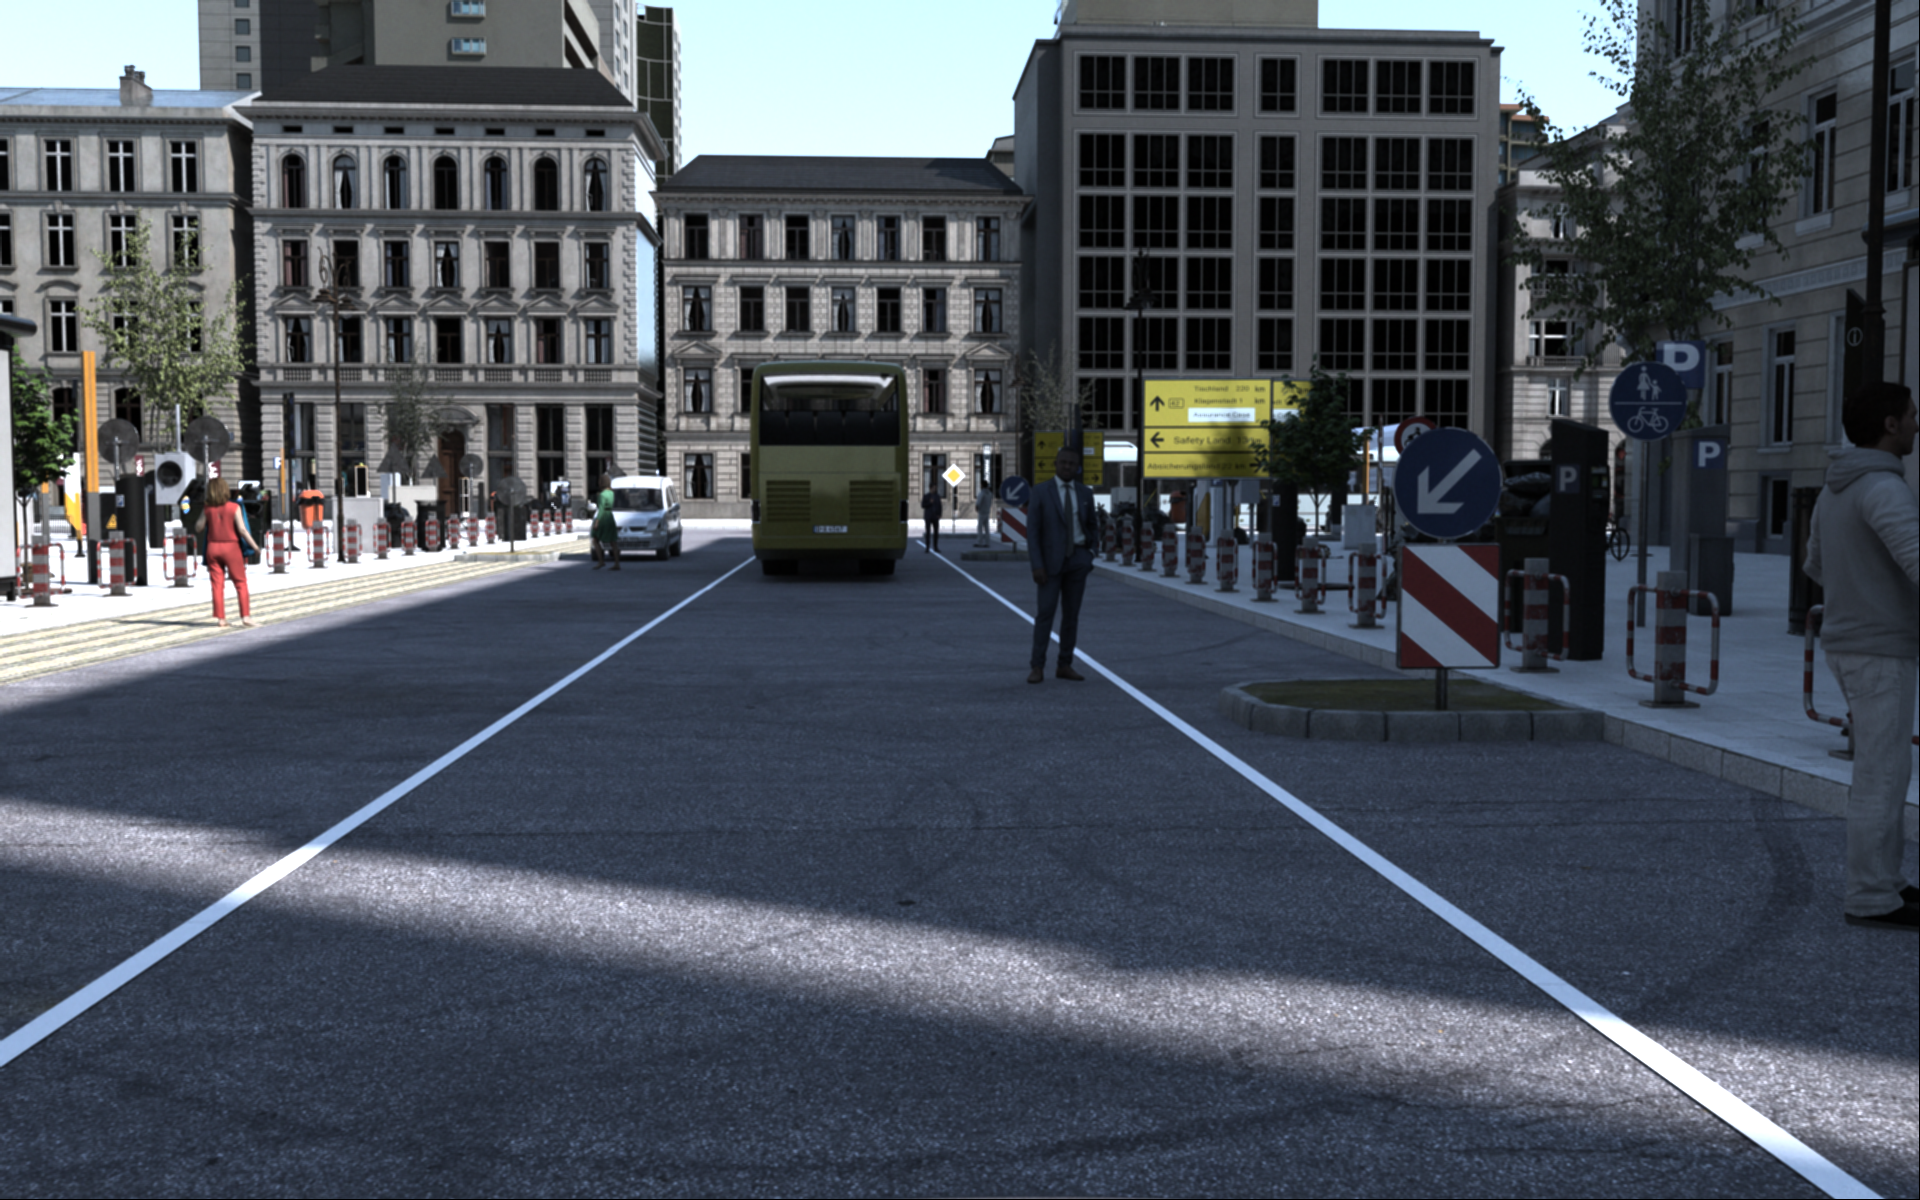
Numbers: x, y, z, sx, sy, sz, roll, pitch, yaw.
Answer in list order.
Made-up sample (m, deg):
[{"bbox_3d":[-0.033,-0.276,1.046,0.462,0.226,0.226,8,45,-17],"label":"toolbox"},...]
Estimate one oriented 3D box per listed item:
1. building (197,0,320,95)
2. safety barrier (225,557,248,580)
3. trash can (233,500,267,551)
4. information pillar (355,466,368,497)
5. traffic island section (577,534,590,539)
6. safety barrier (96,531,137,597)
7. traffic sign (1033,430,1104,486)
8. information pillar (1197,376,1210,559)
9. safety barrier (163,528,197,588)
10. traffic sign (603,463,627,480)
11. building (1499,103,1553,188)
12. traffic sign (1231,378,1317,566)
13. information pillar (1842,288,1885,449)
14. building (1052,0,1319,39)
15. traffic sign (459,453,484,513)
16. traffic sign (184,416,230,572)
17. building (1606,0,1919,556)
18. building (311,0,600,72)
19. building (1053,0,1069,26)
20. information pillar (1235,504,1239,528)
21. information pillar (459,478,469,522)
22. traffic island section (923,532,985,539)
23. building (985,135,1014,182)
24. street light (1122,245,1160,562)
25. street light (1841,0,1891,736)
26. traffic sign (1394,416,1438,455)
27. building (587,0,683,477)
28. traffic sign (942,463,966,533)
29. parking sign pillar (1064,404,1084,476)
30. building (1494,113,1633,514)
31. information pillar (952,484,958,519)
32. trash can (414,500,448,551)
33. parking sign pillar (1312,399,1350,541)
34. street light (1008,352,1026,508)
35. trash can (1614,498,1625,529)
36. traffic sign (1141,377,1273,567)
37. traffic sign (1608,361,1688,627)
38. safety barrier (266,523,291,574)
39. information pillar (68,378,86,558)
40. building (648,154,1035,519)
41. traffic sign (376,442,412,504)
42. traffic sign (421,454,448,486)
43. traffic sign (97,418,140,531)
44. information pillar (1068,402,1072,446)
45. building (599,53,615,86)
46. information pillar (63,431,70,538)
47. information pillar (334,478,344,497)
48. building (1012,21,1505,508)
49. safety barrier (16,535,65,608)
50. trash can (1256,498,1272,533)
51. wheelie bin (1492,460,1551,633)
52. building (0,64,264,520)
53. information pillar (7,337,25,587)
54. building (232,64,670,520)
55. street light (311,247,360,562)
[{"bbox_3d":[-67.462,-45.773,186.632,20.611,71.187,20.563,0,4,-4],"label":"building"},{"bbox_3d":[-10.811,-0.703,25.771,0.300,0.817,1.120,0,4,-4],"label":"safety barrier"},{"bbox_3d":[-16.033,-1.680,39.124,0.748,1.137,0.748,0,3,0],"label":"trash can"},{"bbox_3d":[-15.632,-2.494,45.268,0.304,2.012,0.304,-1,4,-20],"label":"information pillar"},{"bbox_3d":[-11.203,-2.073,56.172,2.009,0.180,2.903,0,4,-4],"label":"traffic island section"},{"bbox_3d":[-10.551,-0.453,21.681,0.300,0.817,1.120,0,4,-4],"label":"safety barrier"},{"bbox_3d":[3.483,-3.773,55.564,2.265,3.308,0.079,0,4,5],"label":"traffic sign"},{"bbox_3d":[4.820,-2.627,34.307,0.183,3.616,0.504,-1,4,-15],"label":"information pillar"},{"bbox_3d":[-10.678,-0.578,23.723,0.300,0.817,1.120,0,4,-4],"label":"safety barrier"},{"bbox_3d":[-11.180,-3.209,56.111,0.795,2.450,0.064,0,4,-4],"label":"traffic sign"},{"bbox_3d":[51.180,-32.984,193.918,28.867,44.769,22.147,0,4,-4],"label":"building"},{"bbox_3d":[5.143,-2.243,30.547,2.265,3.308,0.079,0,4,2],"label":"traffic sign"},{"bbox_3d":[10.180,-1.727,19.586,0.183,3.616,0.504,-1,4,-19],"label":"information pillar"},{"bbox_3d":[19.987,-32.835,160.549,21.300,48.544,21.600,0,4,-4],"label":"building"},{"bbox_3d":[-15.298,-3.310,54.229,0.768,2.556,0.104,0,4,1],"label":"traffic sign"},{"bbox_3d":[-12.335,-1.729,28.372,0.768,2.556,0.104,0,4,2],"label":"traffic sign"},{"bbox_3d":[23.506,-15.157,33.715,13.634,28.700,20.117,0,4,-4],"label":"building"},{"bbox_3d":[-43.589,-32.278,151.454,21.300,48.544,21.600,0,4,-4],"label":"building"},{"bbox_3d":[18.531,-53.419,186.073,22.319,86.520,31.000,0,4,-4],"label":"building"},{"bbox_3d":[8.643,-3.829,53.956,0.183,3.616,0.504,1,4,13],"label":"information pillar"},{"bbox_3d":[-22.567,-4.548,78.858,0.304,2.012,0.304,3,5,42],"label":"information pillar"},{"bbox_3d":[-0.184,-2.115,56.862,2.009,0.180,2.903,0,4,-4],"label":"traffic island section"},{"bbox_3d":[16.819,-41.069,260.710,27.495,52.752,28.713,0,4,-4],"label":"building"},{"bbox_3d":[3.362,-3.647,32.423,0.468,5.910,1.993,0,4,-4],"label":"street light"},{"bbox_3d":[4.781,-2.216,9.022,0.468,5.910,1.993,0,4,-4],"label":"street light"},{"bbox_3d":[7.463,-1.728,28.359,0.768,2.556,0.104,0,4,-1],"label":"traffic sign"},{"bbox_3d":[-51.409,-49.727,251.283,20.611,71.187,20.563,0,4,-4],"label":"building"},{"bbox_3d":[-0.207,-3.250,56.783,0.795,2.450,0.064,0,4,-4],"label":"traffic sign"},{"bbox_3d":[3.381,-3.843,51.306,1.447,3.967,1.447,0,4,-2],"label":"parking sign pillar"},{"bbox_3d":[39.417,-15.476,94.829,24.055,21.916,13.314,0,4,-4],"label":"building"},{"bbox_3d":[-0.240,-5.074,87.457,0.304,2.012,0.304,0,4,6],"label":"information pillar"},{"bbox_3d":[-11.933,-1.679,39.112,0.748,1.137,0.748,0,3,0],"label":"trash can"},{"bbox_3d":[10.440,-3.619,47.645,1.447,3.967,1.447,1,4,11],"label":"parking sign pillar"},{"bbox_3d":[1.860,-5.115,56.422,0.468,5.910,1.993,0,4,-4],"label":"street light"},{"bbox_3d":[21.630,-2.731,56.305,0.748,1.137,0.748,0,3,0],"label":"trash can"},{"bbox_3d":[4.296,-2.220,30.178,2.265,3.308,0.079,0,4,4],"label":"traffic sign"},{"bbox_3d":[6.584,-1.013,16.673,0.768,2.556,0.104,0,4,-2],"label":"traffic sign"},{"bbox_3d":[-10.940,-0.828,27.811,0.300,0.817,1.120,0,4,-4],"label":"safety barrier"},{"bbox_3d":[-17.813,-2.666,34.943,0.183,3.616,0.504,-1,4,-23],"label":"information pillar"},{"bbox_3d":[-6.177,-13.909,92.032,19.286,19.102,10.561,0,4,-4],"label":"building"},{"bbox_3d":[-14.132,-2.646,43.262,0.884,2.594,0.081,0,4,-3],"label":"traffic sign"},{"bbox_3d":[-16.864,-3.400,55.588,0.884,2.594,0.081,0,4,3],"label":"traffic sign"},{"bbox_3d":[-14.204,-1.780,29.210,0.768,2.556,0.104,0,4,4],"label":"traffic sign"},{"bbox_3d":[2.815,-3.247,44.449,0.183,3.616,0.504,0,4,0],"label":"information pillar"},{"bbox_3d":[-41.545,-31.795,169.951,14.600,45.320,14.200,0,4,-4],"label":"building"},{"bbox_3d":[-25.992,-3.624,50.615,0.183,3.616,0.504,1,4,10],"label":"information pillar"},{"bbox_3d":[-28.532,-4.597,79.650,0.304,2.012,0.304,3,4,37],"label":"information pillar"},{"bbox_3d":[15.397,-18.358,93.655,24.014,27.812,14.314,0,4,-4],"label":"building"},{"bbox_3d":[-10.421,-0.328,19.641,0.300,0.817,1.120,0,4,-4],"label":"safety barrier"},{"bbox_3d":[9.954,-2.737,56.406,0.748,1.137,0.748,0,3,0],"label":"trash can"},{"bbox_3d":[5.365,-0.497,16.034,0.980,1.594,0.693,3,4,38],"label":"wheelie bin"},{"bbox_3d":[-53.046,-16.520,89.181,34.723,24.649,14.460,0,4,-4],"label":"building"},{"bbox_3d":[-13.220,-1.991,23.912,0.504,3.616,0.183,2,4,25],"label":"information pillar"},{"bbox_3d":[-25.754,-16.015,90.718,19.941,23.489,11.050,0,4,-4],"label":"building"},{"bbox_3d":[-11.702,-3.657,32.588,0.468,5.910,1.993,0,4,-4],"label":"street light"}]
